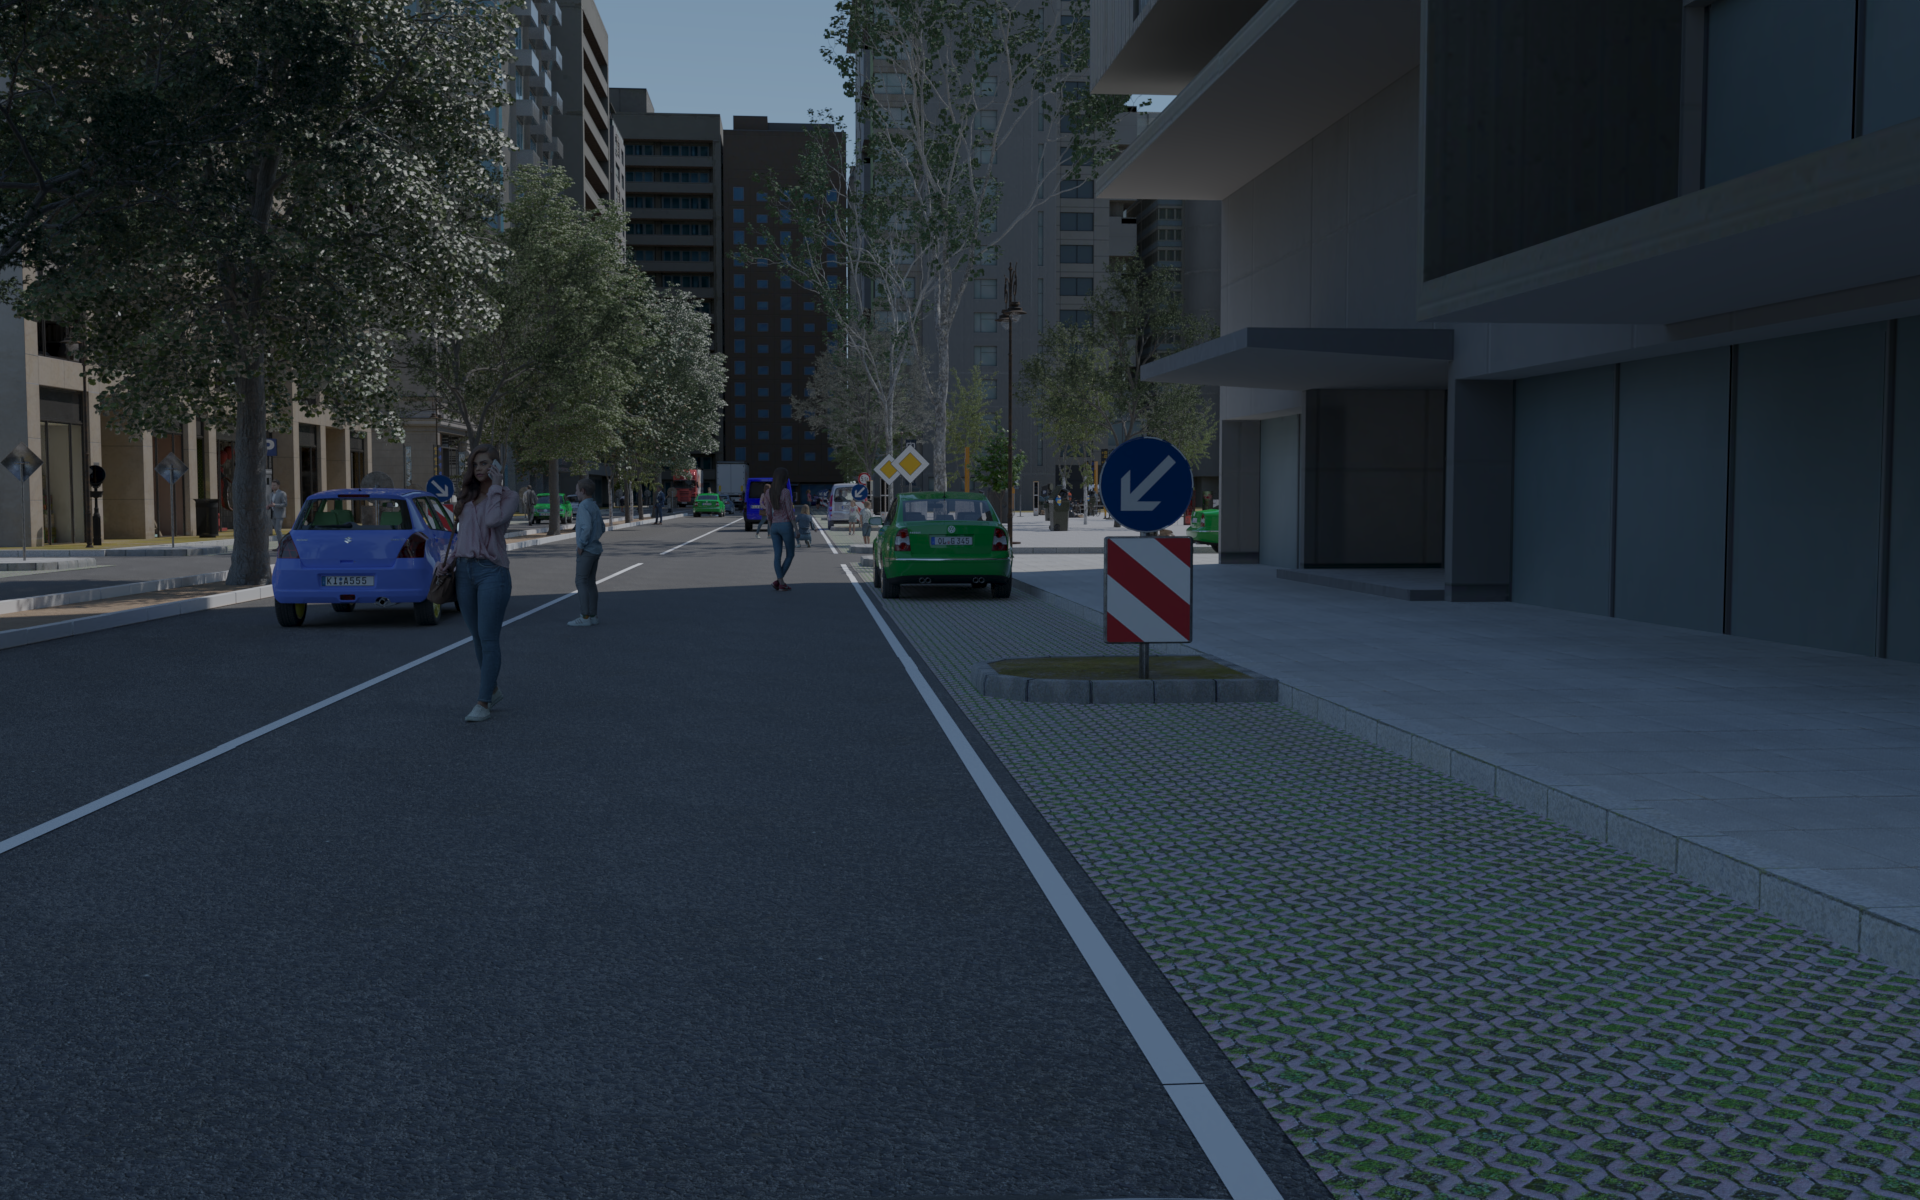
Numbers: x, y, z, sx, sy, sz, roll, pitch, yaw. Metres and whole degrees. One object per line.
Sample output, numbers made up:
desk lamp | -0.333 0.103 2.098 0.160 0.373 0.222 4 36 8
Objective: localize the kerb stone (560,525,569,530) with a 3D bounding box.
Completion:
kerb stone | -16.114 -2.948 70.403 0.120 0.150 1.000 0 4 -5

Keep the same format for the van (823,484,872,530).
van | -4.583 -3.896 70.715 2.013 2.044 4.112 0 4 -5

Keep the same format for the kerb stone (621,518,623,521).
kerb stone | -18.135 -4.261 91.864 0.120 0.150 1.000 0 4 -5

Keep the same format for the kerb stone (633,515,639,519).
kerb stone | -19.198 -4.947 103.080 0.120 0.150 1.000 0 4 -5

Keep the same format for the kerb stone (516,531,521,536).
kerb stone | -14.970 -2.200 58.171 0.120 0.150 1.000 0 4 -5

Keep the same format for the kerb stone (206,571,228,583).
kerb stone | -12.125 -0.358 28.047 0.120 0.150 1.000 0 4 -5

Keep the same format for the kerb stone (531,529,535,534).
kerb stone | -15.253 -2.388 61.237 0.120 0.150 1.000 0 4 -5

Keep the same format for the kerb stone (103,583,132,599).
kerb stone | -11.743 -0.106 23.963 0.120 0.150 1.000 0 4 -5

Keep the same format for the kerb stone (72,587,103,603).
kerb stone | -11.648 -0.045 22.938 0.120 0.150 1.000 0 4 -5

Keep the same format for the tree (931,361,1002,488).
tree | 0.383 -8.929 96.358 4.737 8.622 4.395 0 3 0

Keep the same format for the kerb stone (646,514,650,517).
kerb stone | -19.780 -5.322 109.202 0.120 0.150 1.000 0 4 -5

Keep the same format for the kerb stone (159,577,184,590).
kerb stone | -11.938 -0.233 26.005 0.120 0.150 1.000 0 4 -5

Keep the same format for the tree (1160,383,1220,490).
tree | 14.508 -9.887 112.022 4.737 8.622 4.395 0 3 0

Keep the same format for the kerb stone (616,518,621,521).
kerb stone | -18.043 -4.199 90.841 0.120 0.150 1.000 0 4 -5

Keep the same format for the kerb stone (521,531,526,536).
kerb stone | -15.056 -2.260 59.190 0.120 0.150 1.000 0 4 -5

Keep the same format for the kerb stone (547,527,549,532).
kerb stone | -15.644 -2.637 65.313 0.120 0.150 1.000 0 4 -5

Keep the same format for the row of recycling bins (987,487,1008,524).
row of recycling bins | 1.676 -4.262 76.801 1.069 1.692 3.534 0 4 0

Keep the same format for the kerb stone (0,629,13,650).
kerb stone | -8.879 0.382 15.956 0.120 0.150 1.000 0 4 -5

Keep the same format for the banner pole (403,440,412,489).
banner pole | -25.544 -5.505 80.028 0.863 3.779 0.401 3 5 43

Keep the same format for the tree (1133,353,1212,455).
tree | 10.564 -8.328 86.522 4.360 8.622 3.978 0 3 0

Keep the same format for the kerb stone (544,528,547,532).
kerb stone | -15.544 -2.575 64.296 0.120 0.150 1.000 0 4 -5

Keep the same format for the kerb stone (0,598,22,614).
kerb stone | -11.459 0.080 20.894 0.120 0.150 1.000 0 4 -5

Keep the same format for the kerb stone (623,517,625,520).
kerb stone | -18.239 -4.321 92.881 0.120 0.150 1.000 0 4 -5

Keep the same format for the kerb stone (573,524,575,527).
kerb stone | -16.305 -3.074 72.454 0.120 0.150 1.000 0 4 -5

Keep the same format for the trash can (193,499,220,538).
trash can | -22.108 -2.397 50.850 0.748 1.137 0.748 0 3 0

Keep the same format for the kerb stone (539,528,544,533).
kerb stone | -15.444 -2.508 63.279 0.120 0.150 1.000 0 4 -5

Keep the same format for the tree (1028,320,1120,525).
tree | 5.058 -7.471 72.511 4.737 8.622 4.395 0 3 0

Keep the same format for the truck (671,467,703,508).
truck | -28.915 -11.939 184.119 2.839 4.237 11.283 0 4 -4

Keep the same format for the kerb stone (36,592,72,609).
kerb stone | -11.548 0.017 21.920 0.120 0.150 1.000 0 4 -5

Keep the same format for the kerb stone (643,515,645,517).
kerb stone | -19.383 -5.072 105.124 0.120 0.150 1.000 0 4 -5

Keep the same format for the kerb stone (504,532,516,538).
kerb stone | -14.864 -2.131 57.155 0.120 0.150 1.000 0 4 -5

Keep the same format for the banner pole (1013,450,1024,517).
banner pole | 3.267 -6.576 97.529 0.401 3.779 0.863 3 4 38

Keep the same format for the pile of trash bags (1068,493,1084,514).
pile of trash bags | 7.544 -6.452 115.235 1.912 1.369 3.447 -1 4 -13

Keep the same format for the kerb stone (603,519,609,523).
kerb stone | -17.657 -3.948 86.749 0.120 0.150 1.000 0 4 -5

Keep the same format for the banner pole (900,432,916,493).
banner pole | -2.128 -4.874 69.699 0.863 3.779 0.401 -1 4 -20

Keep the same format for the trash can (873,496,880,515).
trash can | -4.895 -5.650 104.027 0.748 1.137 0.748 0 3 0

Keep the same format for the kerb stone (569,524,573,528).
kerb stone | -16.212 -3.012 71.433 0.120 0.150 1.000 0 4 -5

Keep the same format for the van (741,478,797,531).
van | -7.548 -3.920 68.476 2.240 2.365 5.245 0 4 -6

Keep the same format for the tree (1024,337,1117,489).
tree | 4.931 -7.825 78.306 4.360 8.622 3.978 0 3 0

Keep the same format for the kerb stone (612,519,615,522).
kerb stone | -17.747 -4.012 87.784 0.120 0.150 1.000 0 4 -5

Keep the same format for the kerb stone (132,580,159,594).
kerb stone | -11.841 -0.170 24.988 0.120 0.150 1.000 0 4 -5

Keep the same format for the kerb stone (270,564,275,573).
kerb stone | -12.416 -0.544 31.108 0.120 0.150 1.000 0 4 -5

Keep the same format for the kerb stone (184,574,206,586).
kerb stone | -12.033 -0.293 27.029 0.120 0.150 1.000 0 4 -5

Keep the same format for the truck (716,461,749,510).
truck | -20.142 -10.132 154.566 2.839 4.237 11.283 0 4 -4

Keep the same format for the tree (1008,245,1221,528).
tree | 6.039 -8.033 65.750 8.767 10.594 7.601 0 4 -5

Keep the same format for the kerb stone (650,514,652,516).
kerb stone | -19.864 -5.383 110.221 0.120 0.150 1.000 0 4 -5

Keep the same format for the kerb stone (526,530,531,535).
kerb stone | -15.157 -2.326 60.219 0.120 0.150 1.000 0 4 -5

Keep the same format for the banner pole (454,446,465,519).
banner pole | -26.119 -6.145 90.492 0.863 3.779 0.401 2 4 30

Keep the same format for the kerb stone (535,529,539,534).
kerb stone | -15.348 -2.450 62.255 0.120 0.150 1.000 0 4 -5
